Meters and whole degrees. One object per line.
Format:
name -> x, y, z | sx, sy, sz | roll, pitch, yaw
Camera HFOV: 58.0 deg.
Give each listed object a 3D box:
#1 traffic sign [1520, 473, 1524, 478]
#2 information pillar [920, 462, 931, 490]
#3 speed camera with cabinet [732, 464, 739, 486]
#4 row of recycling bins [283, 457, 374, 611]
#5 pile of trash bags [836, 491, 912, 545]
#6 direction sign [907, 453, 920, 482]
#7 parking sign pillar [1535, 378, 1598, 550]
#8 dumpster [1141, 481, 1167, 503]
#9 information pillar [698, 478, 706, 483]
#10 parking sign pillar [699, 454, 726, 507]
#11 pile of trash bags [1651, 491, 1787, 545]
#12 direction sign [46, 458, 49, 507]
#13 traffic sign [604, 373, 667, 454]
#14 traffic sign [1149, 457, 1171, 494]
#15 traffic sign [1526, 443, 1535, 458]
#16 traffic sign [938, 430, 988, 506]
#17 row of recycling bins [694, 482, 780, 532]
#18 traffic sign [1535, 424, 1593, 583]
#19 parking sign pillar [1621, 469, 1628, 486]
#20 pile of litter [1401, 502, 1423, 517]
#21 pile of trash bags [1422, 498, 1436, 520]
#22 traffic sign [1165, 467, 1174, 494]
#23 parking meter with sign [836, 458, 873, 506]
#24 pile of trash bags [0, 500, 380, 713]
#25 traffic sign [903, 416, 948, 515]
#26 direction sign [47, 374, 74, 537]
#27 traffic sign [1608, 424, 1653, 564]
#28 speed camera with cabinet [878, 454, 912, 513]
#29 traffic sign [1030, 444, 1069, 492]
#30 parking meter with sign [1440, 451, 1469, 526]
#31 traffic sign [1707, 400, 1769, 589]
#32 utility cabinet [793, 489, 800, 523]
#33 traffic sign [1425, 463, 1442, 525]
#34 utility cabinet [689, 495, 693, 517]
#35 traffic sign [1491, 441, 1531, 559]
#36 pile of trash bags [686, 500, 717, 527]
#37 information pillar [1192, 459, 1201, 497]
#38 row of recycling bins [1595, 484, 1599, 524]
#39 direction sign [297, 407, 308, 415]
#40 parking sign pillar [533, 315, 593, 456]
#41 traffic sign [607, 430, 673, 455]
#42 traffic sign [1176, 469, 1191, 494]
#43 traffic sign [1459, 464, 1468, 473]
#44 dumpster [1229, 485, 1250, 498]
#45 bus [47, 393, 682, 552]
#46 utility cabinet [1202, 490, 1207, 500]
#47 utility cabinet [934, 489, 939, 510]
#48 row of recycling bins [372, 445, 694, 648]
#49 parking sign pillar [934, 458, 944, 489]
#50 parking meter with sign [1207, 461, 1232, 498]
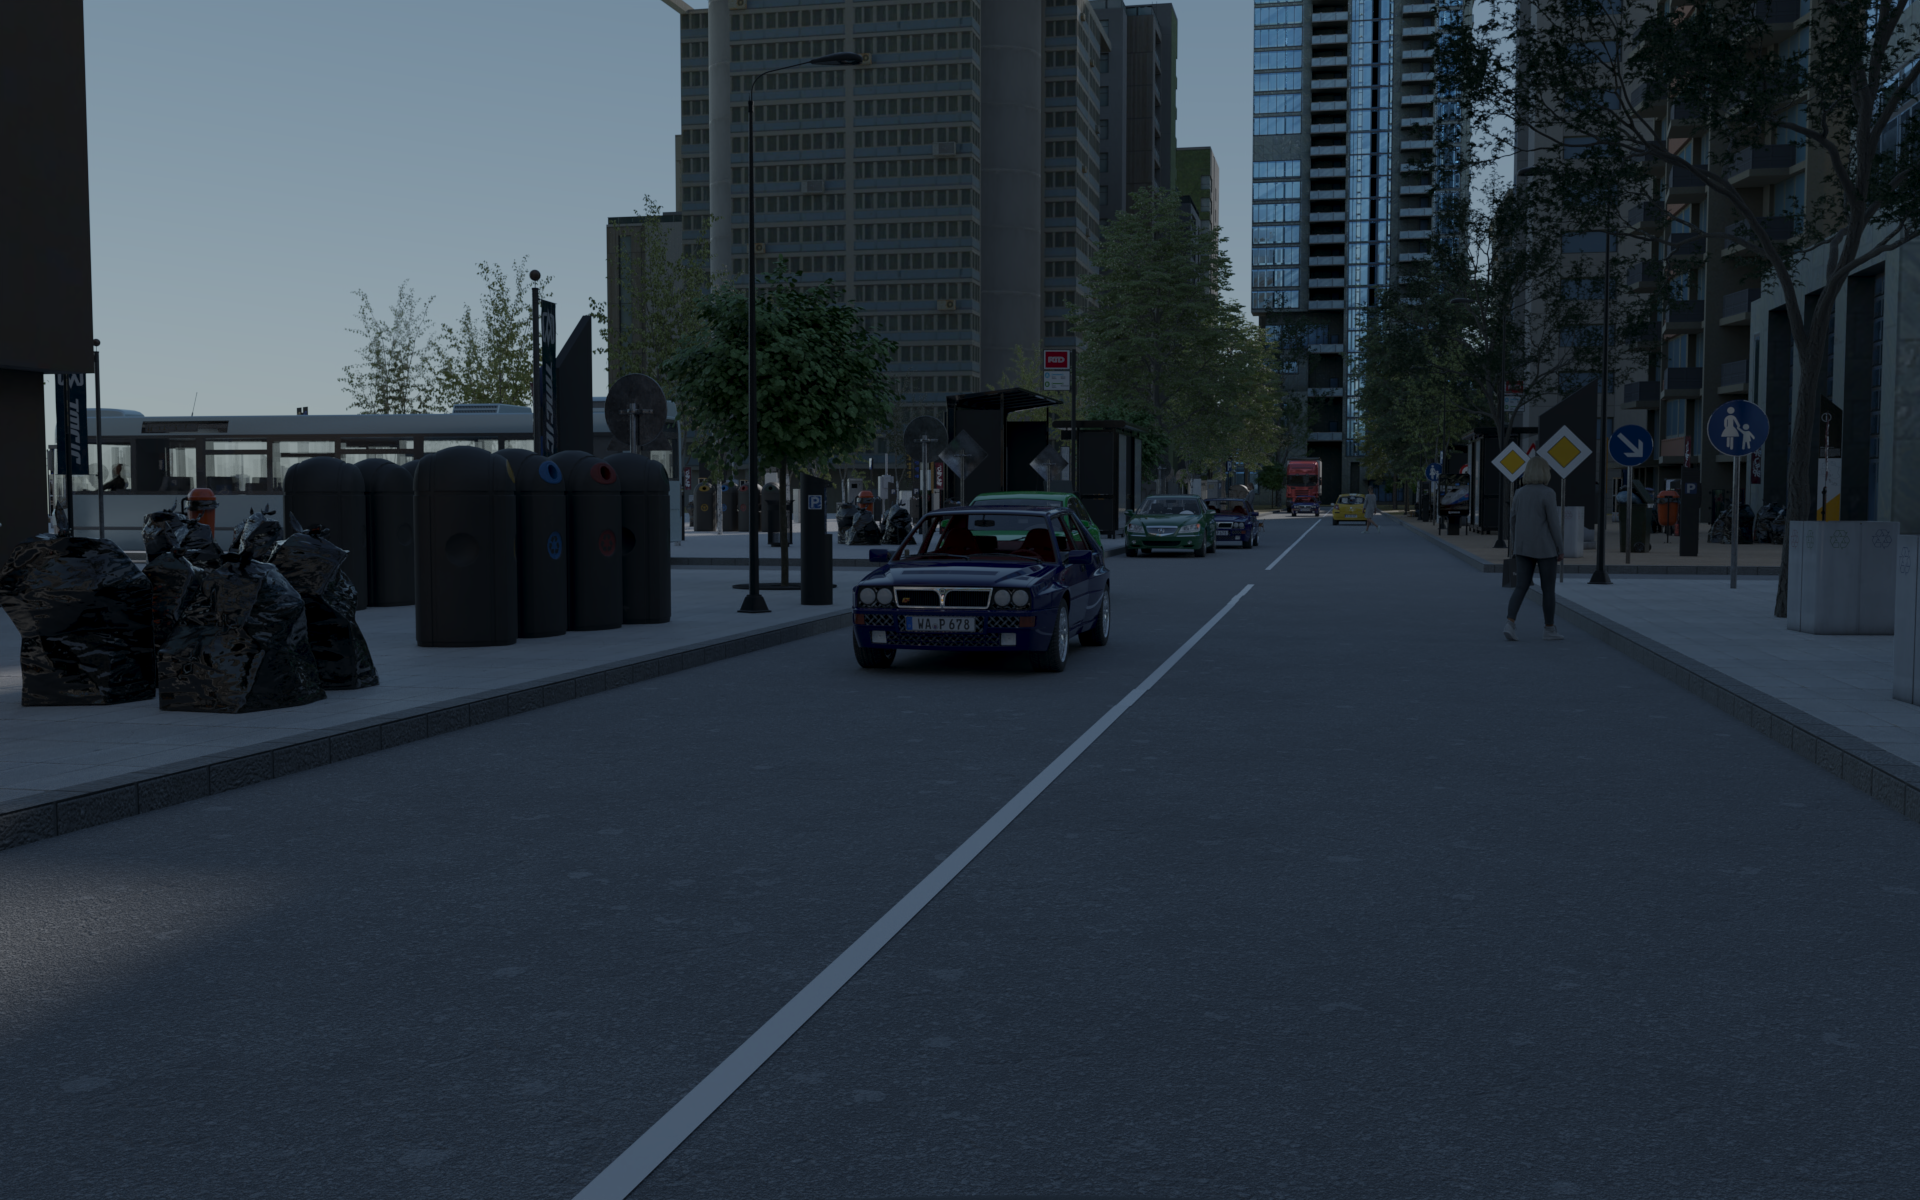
traffic sign -> 20.044, -3.829, 62.714 | 0.768, 2.556, 0.104 | 1, 4, 22
information pillar -> -1.175, -4.175, 59.624 | 0.183, 3.616, 0.504 | -3, 5, -40
speed camera with cabinet -> -14.671, -6.872, 106.686 | 2.038, 3.252, 0.660 | 0, 4, 2
row of recycling bins -> -6.623, -0.815, 20.436 | 1.069, 1.692, 3.534 | 1, 4, 15
pile of trash bags -> -2.276, -2.147, 44.858 | 1.912, 1.369, 3.447 | -1, 4, -11
direction sign -> -2.504, -6.137, 92.343 | 0.876, 3.537, 0.379 | 3, 4, 38
parking sign pillar -> 14.128, -3.178, 40.426 | 1.447, 3.967, 1.447 | 0, 4, 6
dumpster -> 7.986, -4.109, 72.945 | 1.264, 1.857, 1.865 | 1, 4, 13
information pillar -> -11.805, -4.589, 79.523 | 0.304, 2.012, 0.304 | 1, 4, 14
parking sign pillar -> -12.068, -5.873, 84.488 | 1.447, 3.967, 1.447 | 0, 4, -7
pile of trash bags -> 19.896, -2.154, 44.963 | 3.447, 1.369, 1.912 | 1, 4, 20
direction sign -> -43.172, -5.507, 82.033 | 0.876, 3.537, 0.379 | -1, 4, -18
traffic sign -> -3.443, -1.114, 18.320 | 0.768, 2.556, 0.104 | 1, 4, 22
traffic sign -> 6.835, -3.617, 59.251 | 0.768, 2.556, 0.104 | 1, 4, 18
traffic sign -> 14.596, -2.702, 44.174 | 0.884, 2.594, 0.081 | 1, 4, 19
traffic sign -> 0.041, -1.429, 27.005 | 0.795, 2.450, 0.064 | 1, 4, 13
row of recycling bins -> -7.548, -3.180, 59.112 | 3.534, 1.692, 1.069 | 2, 4, 25
traffic sign -> 8.717, -1.309, 25.051 | 0.795, 2.450, 0.064 | 1, 4, 13
parking sign pillar -> 39.202, -6.872, 100.825 | 1.447, 3.967, 1.447 | 1, 4, 9
pile of litter -> 25.286, -5.018, 96.009 | 1.719, 0.858, 1.176 | 1, 4, 12
pile of trash bags -> 24.375, -4.741, 87.275 | 1.912, 1.369, 3.447 | 2, 4, 25
traffic sign -> 8.789, -4.542, 74.359 | 0.768, 2.556, 0.104 | 1, 4, 20
parking meter with sign -> -5.101, -5.362, 83.934 | 1.738, 3.016, 0.543 | -1, 4, -14
pile of trash bags -> -5.526, -0.096, 11.317 | 3.447, 1.369, 1.912 | 1, 4, 17
traffic sign -> -0.571, -1.719, 28.208 | 0.768, 2.556, 0.104 | 1, 4, 17
direction sign -> -11.600, -1.868, 22.538 | 0.379, 3.537, 0.876 | -2, 4, -25
traffic sign -> 12.299, -1.939, 31.814 | 0.768, 2.556, 0.104 | 1, 4, 22
speed camera with cabinet -> -2.967, -5.550, 85.083 | 2.038, 3.252, 0.660 | -1, 4, -14
traffic sign -> 1.785, -1.906, 34.798 | 0.795, 2.450, 0.064 | 1, 4, 13
parking meter with sign -> 20.220, -4.486, 69.604 | 1.738, 3.016, 0.543 | 0, 4, 3
traffic sign -> 10.514, -1.429, 23.466 | 0.768, 2.556, 0.104 | 1, 4, 21
utility cabinet -> -7.111, -4.156, 76.626 | 0.318, 1.500, 1.173 | -1, 4, -16
traffic sign -> 19.356, -4.315, 70.651 | 0.768, 2.556, 0.104 | 1, 4, 13
utility cabinet -> -14.487, -5.185, 95.929 | 1.020, 1.237, 0.306 | 0, 4, 1
traffic sign -> 10.461, -1.786, 32.844 | 0.795, 2.450, 0.064 | 1, 4, 13
pile of trash bags -> -10.264, -3.611, 68.790 | 3.447, 1.369, 1.912 | 2, 4, 30
information pillar -> 12.842, -6.270, 93.863 | 0.504, 3.616, 0.183 | 0, 4, -3
row of recycling bins -> 25.952, -4.112, 74.342 | 3.534, 1.692, 1.069 | 0, 4, -6
direction sign -> -17.116, -3.252, 45.175 | 0.379, 3.537, 0.876 | -3, 4, -37
parking sign pillar -> -5.849, -2.270, 25.583 | 1.447, 3.967, 1.447 | 1, 4, 9
traffic sign -> -3.956, -1.306, 21.353 | 0.884, 2.594, 0.081 | 1, 4, 15
traffic sign -> 11.209, -5.322, 87.116 | 0.768, 2.556, 0.104 | 1, 4, 18
traffic sign -> 21.399, -4.451, 72.881 | 0.768, 2.556, 0.104 | 1, 4, 19
dumpster -> 17.343, -6.241, 107.806 | 1.264, 1.857, 1.865 | 1, 4, 13
bus -> -12.308, -2.434, 34.657 | 13.247, 3.499, 2.948 | 1, 4, 11
utility cabinet -> 14.891, -5.921, 105.490 | 0.318, 1.500, 1.173 | 1, 4, 12
utility cabinet -> -0.702, -4.031, 74.580 | 1.173, 1.500, 0.318 | -1, 4, -21
row of recycling bins -> -3.818, -0.547, 16.060 | 1.069, 1.692, 3.534 | 1, 4, 19
parking sign pillar -> -1.473, -6.938, 101.914 | 1.447, 3.967, 1.447 | 0, 4, -6
parking meter with sign -> 13.482, -5.845, 91.827 | 1.738, 3.016, 0.543 | 2, 4, 34
